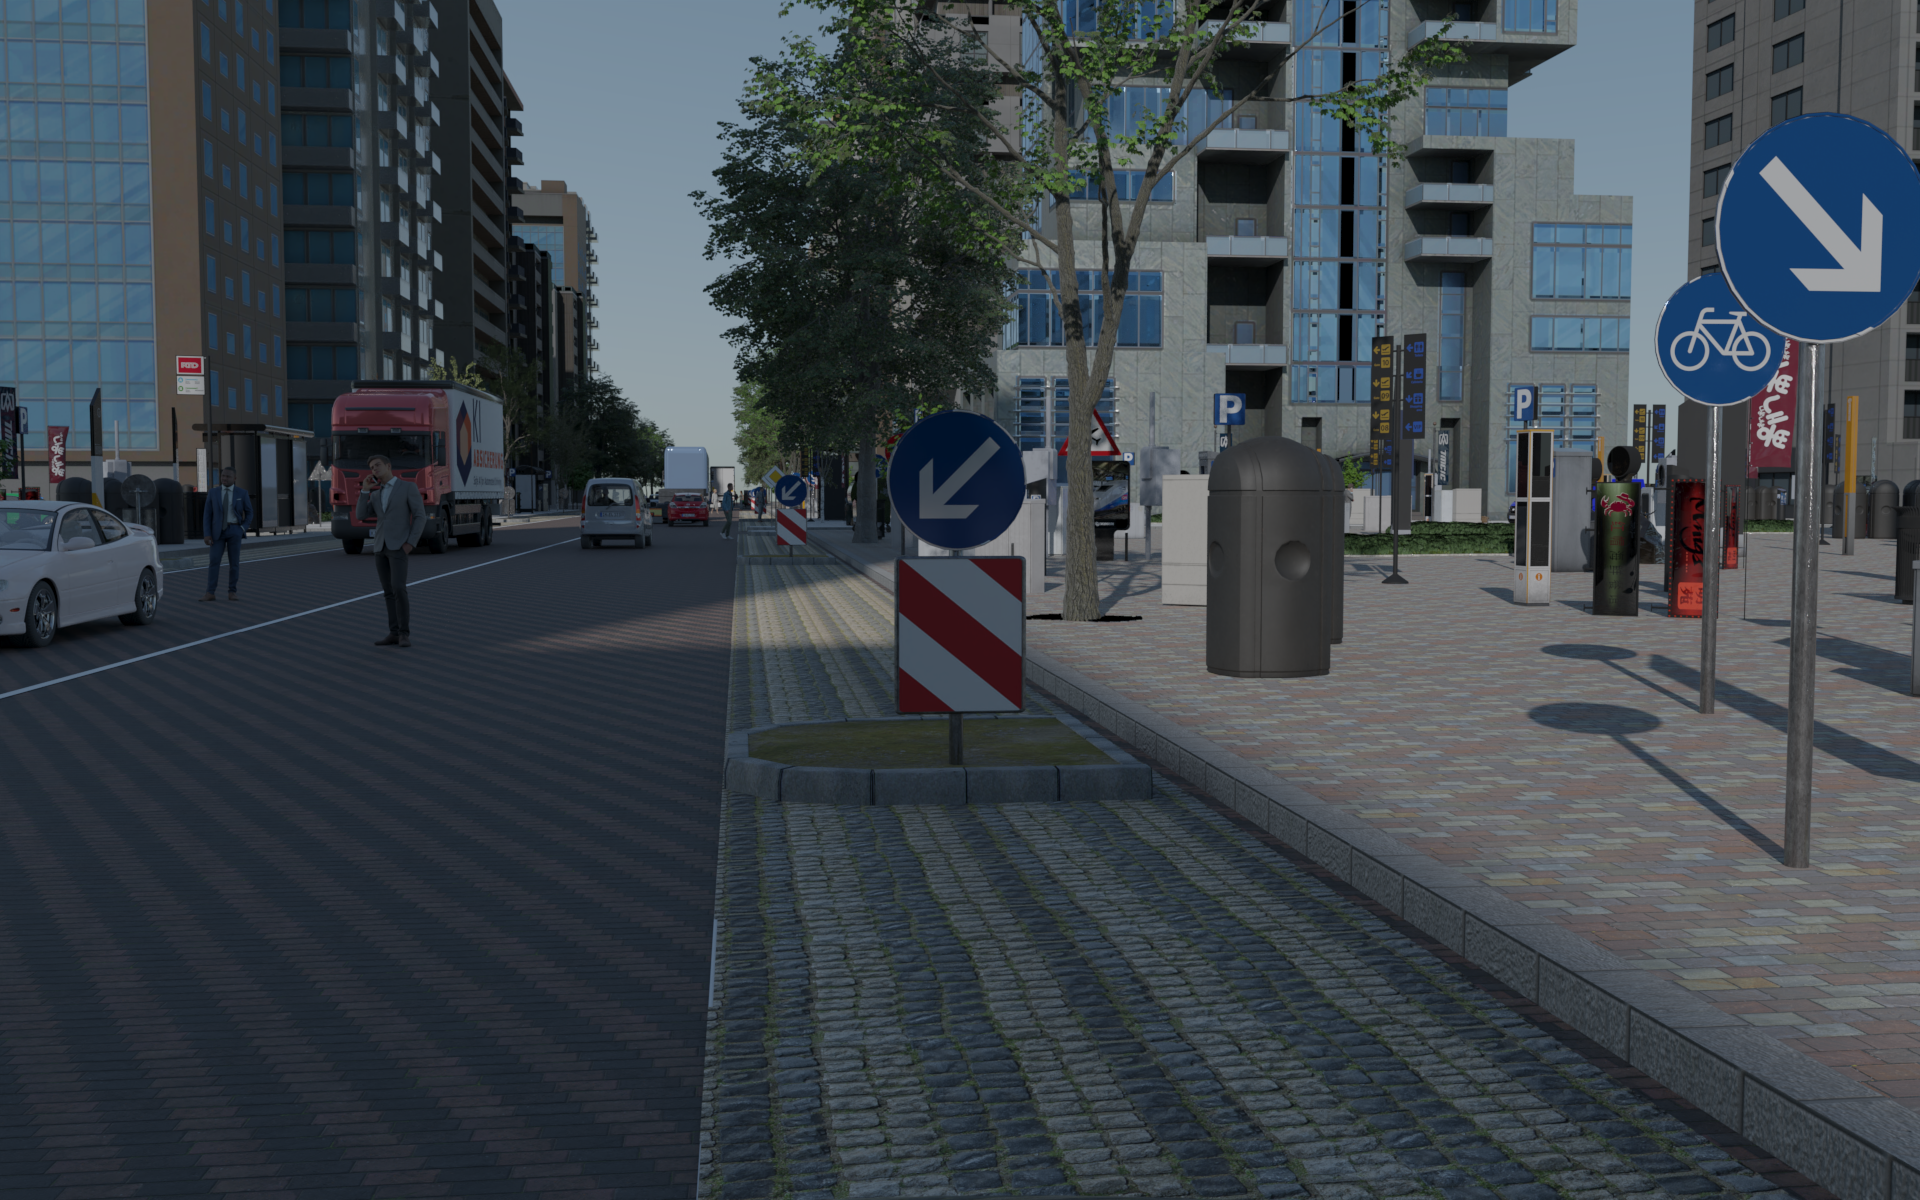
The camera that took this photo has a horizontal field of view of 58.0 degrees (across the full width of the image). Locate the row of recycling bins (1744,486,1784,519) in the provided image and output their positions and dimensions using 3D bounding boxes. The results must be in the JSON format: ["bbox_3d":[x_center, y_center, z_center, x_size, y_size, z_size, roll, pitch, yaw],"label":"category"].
[{"bbox_3d":[39.750,-4.870,86.732,3.534,1.692,1.069,-1,4,-15],"label":"row of recycling bins"}]

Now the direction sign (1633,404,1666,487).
[{"bbox_3d":[17.368,-3.163,43.714,0.876,3.537,0.379,-1,4,-10],"label":"direction sign"}]

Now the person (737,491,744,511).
[{"bbox_3d":[-18.861,-8.532,148.724,0.721,1.735,1.217,-2,4,-32],"label":"person"}]

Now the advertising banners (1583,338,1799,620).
[{"bbox_3d":[7.550,-1.324,17.828,2.074,3.025,0.090,2,4,25],"label":"advertising banners"}]

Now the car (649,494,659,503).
[{"bbox_3d":[-28.509,-9.212,162.624,2.014,1.417,4.499,-1,4,-8],"label":"car"}]

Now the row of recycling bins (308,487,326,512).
[{"bbox_3d":[-38.035,-5.712,100.504,3.534,1.692,1.069,3,4,37],"label":"row of recycling bins"}]

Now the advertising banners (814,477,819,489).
[{"bbox_3d":[-7.309,-5.920,92.985,0.090,3.025,2.074,-2,4,-35],"label":"advertising banners"}]

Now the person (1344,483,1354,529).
[{"bbox_3d":[15.241,-3.641,67.836,0.447,1.846,0.655,0,4,-7],"label":"person"}]

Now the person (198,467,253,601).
[{"bbox_3d":[-9.922,-0.899,23.386,0.721,1.800,0.419,-2,4,-25],"label":"person"}]

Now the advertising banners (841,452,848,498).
[{"bbox_3d":[-4.751,-4.725,73.444,0.090,3.025,2.074,1,4,12],"label":"advertising banners"}]

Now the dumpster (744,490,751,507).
[{"bbox_3d":[-21.702,-10.564,180.934,1.865,1.857,1.264,0,4,-6],"label":"dumpster"}]

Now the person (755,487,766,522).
[{"bbox_3d":[-10.141,-4.864,88.118,0.391,1.810,0.635,2,4,25],"label":"person"}]

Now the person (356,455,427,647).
[{"bbox_3d":[-5.378,-0.471,16.388,0.592,1.802,0.473,2,4,34],"label":"person"}]

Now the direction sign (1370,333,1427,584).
[{"bbox_3d":[6.246,-2.003,24.754,0.379,3.537,0.876,-3,5,-43],"label":"direction sign"}]

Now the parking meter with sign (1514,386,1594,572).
[{"bbox_3d":[10.007,-1.971,28.481,1.738,3.016,0.543,-1,4,-16],"label":"parking meter with sign"}]

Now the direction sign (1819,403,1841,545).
[{"bbox_3d":[21.783,-3.159,43.655,0.379,3.537,0.876,0,4,1],"label":"direction sign"}]

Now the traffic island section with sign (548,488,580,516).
[{"bbox_3d":[-26.485,-6.557,115.839,1.989,1.847,2.006,0,4,-7],"label":"traffic island section with sign"}]

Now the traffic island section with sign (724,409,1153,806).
[{"bbox_3d":[-0.210,-0.016,8.882,1.989,1.847,2.006,0,4,-7],"label":"traffic island section with sign"}]

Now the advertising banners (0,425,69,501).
[{"bbox_3d":[-23.602,-2.914,43.833,2.074,3.025,0.090,-3,5,-44],"label":"advertising banners"}]

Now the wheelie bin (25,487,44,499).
[{"bbox_3d":[-39.296,-3.999,73.296,0.980,1.594,0.693,-1,4,-20],"label":"wheelie bin"}]

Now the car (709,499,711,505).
[{"bbox_3d":[-29.981,-12.048,206.567,1.945,1.707,3.694,0,4,-7],"label":"car"}]

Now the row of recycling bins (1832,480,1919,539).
[{"bbox_3d":[26.908,-2.593,49.508,3.534,1.692,1.069,1,4,10],"label":"row of recycling bins"}]

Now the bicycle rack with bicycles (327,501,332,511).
[{"bbox_3d":[-30.696,-4.515,87.209,2.852,0.926,2.925,-2,4,-24],"label":"bicycle rack with bicycles"}]

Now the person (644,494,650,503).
[{"bbox_3d":[-27.213,-8.473,150.226,0.799,1.438,0.628,1,4,15],"label":"person"}]

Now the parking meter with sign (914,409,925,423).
[{"bbox_3d":[-0.021,-2.392,35.367,1.738,3.016,0.543,-1,4,-18],"label":"parking meter with sign"}]

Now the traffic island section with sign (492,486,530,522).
[{"bbox_3d":[-22.971,-4.864,88.156,1.989,1.847,2.006,0,4,-7],"label":"traffic island section with sign"}]

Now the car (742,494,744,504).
[{"bbox_3d":[-29.377,-14.153,240.191,1.959,1.807,4.718,0,4,-6],"label":"car"}]

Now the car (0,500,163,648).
[{"bbox_3d":[-9.646,-0.316,17.536,2.083,1.381,4.827,0,4,-7],"label":"car"}]

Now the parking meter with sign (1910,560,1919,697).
[{"bbox_3d":[6.687,-0.925,11.388,0.543,3.016,1.738,3,4,39],"label":"parking meter with sign"}]

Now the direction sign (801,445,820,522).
[{"bbox_3d":[-6.926,-5.404,80.345,0.876,3.537,0.379,0,4,1],"label":"direction sign"}]

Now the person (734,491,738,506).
[{"bbox_3d":[-26.649,-12.005,205.314,0.617,1.759,0.750,1,4,9],"label":"person"}]

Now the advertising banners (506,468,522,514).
[{"bbox_3d":[-29.548,-7.243,114.610,0.090,3.025,2.074,-3,5,-40],"label":"advertising banners"}]

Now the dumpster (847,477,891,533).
[{"bbox_3d":[-2.998,-3.423,58.464,1.502,2.255,1.985,0,4,-7],"label":"dumpster"}]

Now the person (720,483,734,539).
[{"bbox_3d":[-7.363,-2.813,54.829,0.444,1.785,0.601,2,4,25],"label":"person"}]

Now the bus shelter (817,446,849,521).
[{"bbox_3d":[-6.431,-5.772,85.653,1.731,3.624,6.357,0,4,-7],"label":"bus shelter"}]

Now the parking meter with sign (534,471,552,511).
[{"bbox_3d":[-30.896,-8.074,128.276,0.543,3.016,1.738,1,4,20],"label":"parking meter with sign"}]

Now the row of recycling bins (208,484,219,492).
[{"bbox_3d":[-31.903,-3.978,72.160,3.534,1.692,1.069,1,4,22],"label":"row of recycling bins"}]

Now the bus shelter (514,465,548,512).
[{"bbox_3d":[-30.763,-7.937,123.698,2.014,3.302,5.546,0,4,-7],"label":"bus shelter"}]

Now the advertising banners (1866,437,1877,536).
[{"bbox_3d":[27.442,-3.443,52.481,0.090,3.025,2.074,3,5,43],"label":"advertising banners"}]

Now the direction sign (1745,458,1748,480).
[{"bbox_3d":[42.000,-6.194,93.262,0.876,3.537,0.379,1,4,18],"label":"direction sign"}]

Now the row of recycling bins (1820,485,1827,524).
[{"bbox_3d":[37.956,-4.120,74.474,3.534,1.692,1.069,-3,4,-38],"label":"row of recycling bins"}]

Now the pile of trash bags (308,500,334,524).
[{"bbox_3d":[-28.011,-3.942,74.207,3.447,1.369,1.912,-3,5,-40],"label":"pile of trash bags"}]

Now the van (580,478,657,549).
[{"bbox_3d":[-9.262,-2.436,46.846,2.013,2.044,4.112,0,4,-6],"label":"van"}]

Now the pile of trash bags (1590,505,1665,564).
[{"bbox_3d":[11.330,-1.327,31.449,3.447,1.369,1.912,-3,5,-42],"label":"pile of trash bags"}]

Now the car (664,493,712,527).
[{"bbox_3d":[-12.197,-4.201,77.733,2.155,1.783,4.494,-1,4,-9],"label":"car"}]

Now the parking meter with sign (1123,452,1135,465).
[{"bbox_3d":[6.560,-4.618,71.767,0.543,3.016,1.738,3,4,36],"label":"parking meter with sign"}]

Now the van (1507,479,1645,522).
[{"bbox_3d":[24.386,-3.931,68.651,5.245,2.365,2.240,0,4,-8],"label":"van"}]

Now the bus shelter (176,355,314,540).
[{"bbox_3d":[-21.899,-4.605,52.917,2.179,5.291,8.768,0,4,-7],"label":"bus shelter"}]

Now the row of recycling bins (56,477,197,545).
[{"bbox_3d":[-20.778,-2.198,43.051,1.069,1.692,3.534,1,4,21],"label":"row of recycling bins"}]

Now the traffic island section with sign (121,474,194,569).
[{"bbox_3d":[-16.071,-1.528,33.604,1.989,1.847,2.006,0,4,-7],"label":"traffic island section with sign"}]

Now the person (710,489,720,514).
[{"bbox_3d":[-17.520,-7.034,123.864,0.624,1.780,0.694,3,5,42],"label":"person"}]

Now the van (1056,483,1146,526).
[{"bbox_3d":[5.006,-3.578,65.515,4.112,2.044,2.013,0,4,-6],"label":"van"}]

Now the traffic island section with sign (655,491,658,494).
[{"bbox_3d":[-43.129,-14.597,247.289,1.989,1.847,2.006,0,4,-7],"label":"traffic island section with sign"}]

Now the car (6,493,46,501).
[{"bbox_3d":[-33.181,-3.203,61.158,4.718,1.807,1.959,0,4,-7],"label":"car"}]

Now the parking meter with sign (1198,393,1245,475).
[{"bbox_3d":[4.558,-2.117,30.867,0.543,3.016,1.738,0,4,-7],"label":"parking meter with sign"}]

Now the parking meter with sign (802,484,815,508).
[{"bbox_3d":[-11.889,-8.532,135.760,0.543,3.016,1.738,-3,5,-43],"label":"parking meter with sign"}]

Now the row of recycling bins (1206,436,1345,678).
[{"bbox_3d":[2.500,-0.402,13.690,1.069,1.692,3.534,1,4,15],"label":"row of recycling bins"}]

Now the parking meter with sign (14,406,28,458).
[{"bbox_3d":[-19.475,-2.329,34.343,1.738,3.016,0.543,-1,4,-12],"label":"parking meter with sign"}]

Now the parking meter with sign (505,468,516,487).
[{"bbox_3d":[-30.801,-7.447,118.019,0.543,3.016,1.738,-2,4,-33],"label":"parking meter with sign"}]
